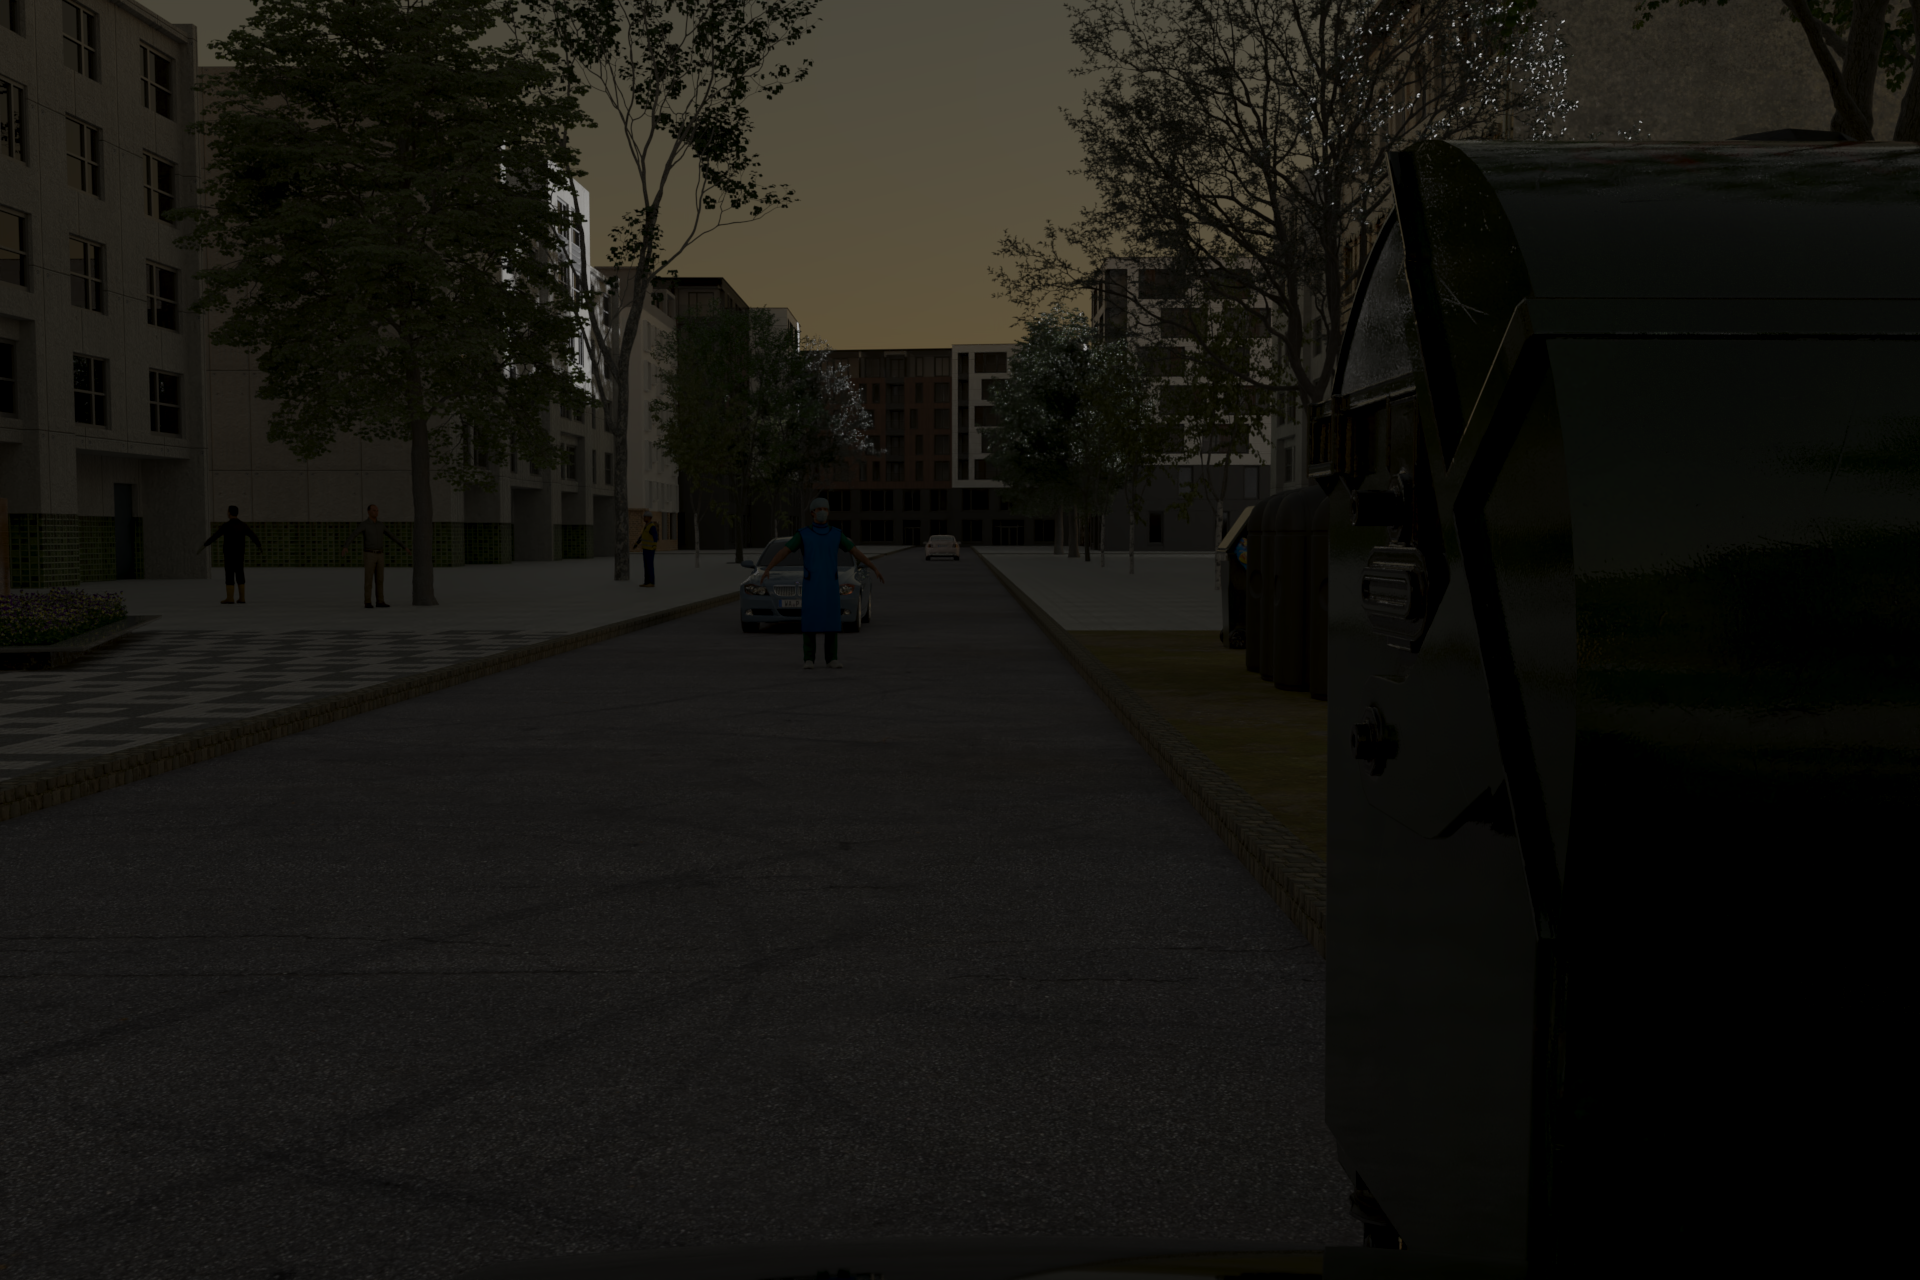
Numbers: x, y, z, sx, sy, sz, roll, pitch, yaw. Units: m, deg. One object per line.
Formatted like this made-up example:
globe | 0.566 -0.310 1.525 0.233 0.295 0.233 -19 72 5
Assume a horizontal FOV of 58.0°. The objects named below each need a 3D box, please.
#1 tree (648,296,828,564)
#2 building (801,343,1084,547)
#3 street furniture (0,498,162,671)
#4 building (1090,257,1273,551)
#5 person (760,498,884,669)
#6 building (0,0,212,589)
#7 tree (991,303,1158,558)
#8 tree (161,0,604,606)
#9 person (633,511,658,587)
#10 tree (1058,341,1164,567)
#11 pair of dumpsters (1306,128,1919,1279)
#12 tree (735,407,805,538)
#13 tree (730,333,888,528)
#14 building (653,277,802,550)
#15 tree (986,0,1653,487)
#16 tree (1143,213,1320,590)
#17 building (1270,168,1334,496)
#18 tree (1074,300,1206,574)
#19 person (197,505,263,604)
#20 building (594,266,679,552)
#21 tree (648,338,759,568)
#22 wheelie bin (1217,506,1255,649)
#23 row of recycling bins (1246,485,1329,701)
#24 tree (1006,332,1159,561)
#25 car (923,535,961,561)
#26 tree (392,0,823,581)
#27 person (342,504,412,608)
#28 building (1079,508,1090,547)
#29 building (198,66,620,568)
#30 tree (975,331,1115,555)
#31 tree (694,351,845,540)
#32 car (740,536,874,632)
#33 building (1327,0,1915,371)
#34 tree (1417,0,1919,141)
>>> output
tree | -9.587 -9.136 75.129 9.928 11.665 9.643 0 3 0
building | -0.967 -21.592 199.466 32.646 21.610 27.936 1 4 9
street furniture | -11.789 -0.645 17.395 11.010 1.723 9.812 -1 4 -19
building | 24.621 -18.367 144.280 27.936 21.610 32.646 0 4 0
person | -1.480 -0.605 18.473 1.347 1.817 0.704 -1 4 -17
building | -29.938 -10.209 33.382 16.747 18.905 31.486 0 4 0
tree | 6.227 -11.485 94.434 9.857 13.997 8.962 0 3 0
tree | -10.001 -6.878 30.582 7.486 12.596 7.792 0 3 0
person | -7.551 -2.193 41.821 0.705 1.833 1.349 -2 4 -32
tree | 5.392 -7.128 66.899 4.360 8.622 3.978 0 3 0
pair of dumpsters | 2.803 0.141 2.652 4.436 2.255 1.574 0 4 -1
tree | -10.099 -8.749 93.414 4.737 8.622 4.395 0 3 0
tree | -9.459 -11.930 105.427 12.009 13.543 11.850 0 3 0
building | -29.452 -18.971 154.146 27.936 21.610 32.646 0 4 0
tree | 6.035 -7.253 28.961 12.009 13.543 11.850 0 3 0
tree | 6.034 -5.458 39.599 4.737 8.622 4.395 0 3 0
building | 25.021 -12.864 76.792 16.747 18.905 31.486 0 3 0
tree | 5.758 -6.429 55.478 4.737 8.622 4.395 0 3 0
person | -13.387 -1.575 31.896 0.704 1.812 1.346 2 4 33
building | -27.221 -16.344 123.646 16.016 20.090 11.380 0 4 0
tree | -9.835 -7.020 65.133 4.737 8.622 4.395 0 3 0
wheelie bin | 3.279 -0.711 19.537 0.693 1.594 0.980 0 4 -1
row of recycling bins | 3.099 -0.467 14.750 1.069 1.692 3.534 0 4 -1
tree | 5.647 -8.949 80.728 7.601 10.594 8.767 -1 4 -16
car | -0.979 -5.060 95.095 2.083 1.381 4.827 0 4 -1
tree | -10.022 -11.790 48.650 12.611 20.169 13.585 0 3 0
person | -10.182 -1.459 30.125 0.705 1.796 1.348 3 4 39
building | 21.902 -20.957 173.583 19.493 23.208 18.063 0 4 0
building | -27.620 -13.158 81.596 16.747 18.905 31.486 0 4 1
tree | 6.058 -12.295 107.681 9.857 13.997 8.962 0 3 0
tree | -9.325 -9.189 84.654 8.767 10.594 7.601 1 4 13
car | -2.312 -0.901 26.740 2.014 1.417 4.499 0 3 0
building | 21.587 -13.258 47.705 19.493 23.208 18.063 0 4 0
tree | 4.650 -5.064 8.545 9.928 11.665 9.643 0 3 0
